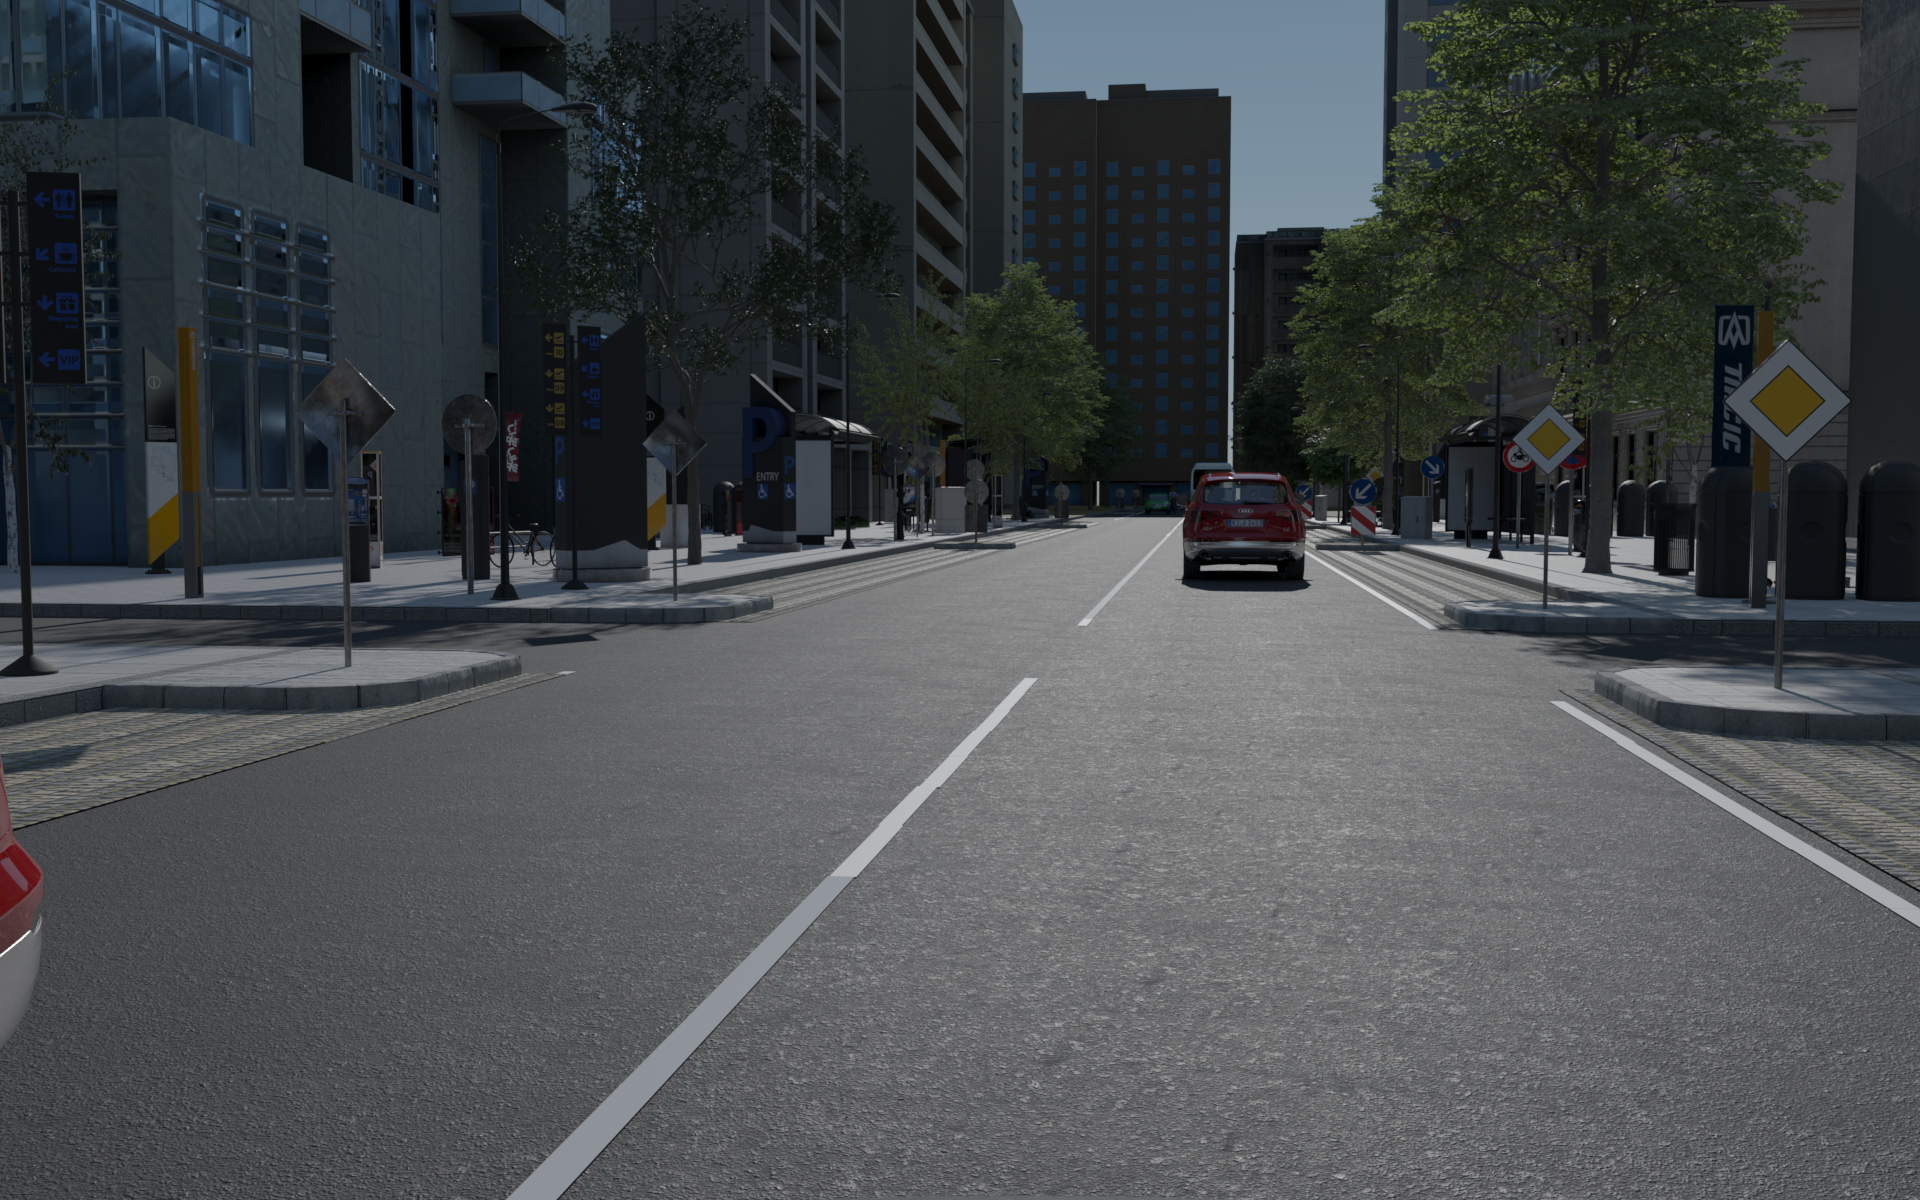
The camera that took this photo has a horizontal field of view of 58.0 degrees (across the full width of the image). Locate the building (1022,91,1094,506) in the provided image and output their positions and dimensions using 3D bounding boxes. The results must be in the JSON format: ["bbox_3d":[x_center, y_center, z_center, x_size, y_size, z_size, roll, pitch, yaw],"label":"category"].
[{"bbox_3d":[8.455,-33.228,193.384,14.200,45.320,14.600,0,4,8],"label":"building"}]

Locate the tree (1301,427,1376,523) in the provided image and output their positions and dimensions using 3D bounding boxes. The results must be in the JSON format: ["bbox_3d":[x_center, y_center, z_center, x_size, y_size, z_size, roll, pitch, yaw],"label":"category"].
[{"bbox_3d":[16.752,-5.695,76.830,4.285,4.588,4.351,0,3,0],"label":"tree"}]

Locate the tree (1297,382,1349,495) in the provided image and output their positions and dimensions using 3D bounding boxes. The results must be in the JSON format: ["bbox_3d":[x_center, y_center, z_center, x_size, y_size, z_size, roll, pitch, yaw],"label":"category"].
[{"bbox_3d":[22.248,-9.516,105.944,4.360,8.622,3.978,0,3,0],"label":"tree"}]

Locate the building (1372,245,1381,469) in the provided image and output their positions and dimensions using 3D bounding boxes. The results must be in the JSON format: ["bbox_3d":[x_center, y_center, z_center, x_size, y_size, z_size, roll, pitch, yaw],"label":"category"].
[{"bbox_3d":[50.990,-25.457,187.918,14.107,30.474,14.160,0,4,8],"label":"building"}]

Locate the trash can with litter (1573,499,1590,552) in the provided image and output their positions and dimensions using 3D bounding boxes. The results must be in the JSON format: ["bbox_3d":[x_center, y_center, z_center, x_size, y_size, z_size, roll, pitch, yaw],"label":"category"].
[{"bbox_3d":[13.850,-1.665,38.614,0.624,1.170,1.055,1,4,14],"label":"trash can with litter"}]

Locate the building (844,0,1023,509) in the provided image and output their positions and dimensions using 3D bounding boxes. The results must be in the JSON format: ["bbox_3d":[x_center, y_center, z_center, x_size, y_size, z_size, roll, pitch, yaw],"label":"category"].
[{"bbox_3d":[-6.011,-32.458,154.382,21.600,48.544,21.300,0,4,8],"label":"building"}]

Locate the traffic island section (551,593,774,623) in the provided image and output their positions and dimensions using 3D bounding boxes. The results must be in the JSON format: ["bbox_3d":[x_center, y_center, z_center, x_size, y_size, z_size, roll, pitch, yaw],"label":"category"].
[{"bbox_3d":[-3.436,0.092,20.778,2.009,0.180,2.903,0,4,8],"label":"traffic island section"}]

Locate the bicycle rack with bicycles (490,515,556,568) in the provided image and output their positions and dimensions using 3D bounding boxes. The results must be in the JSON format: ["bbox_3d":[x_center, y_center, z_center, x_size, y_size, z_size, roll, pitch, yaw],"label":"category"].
[{"bbox_3d":[-7.045,-1.032,30.256,2.852,0.926,2.925,1,4,23],"label":"bicycle rack with bicycles"}]

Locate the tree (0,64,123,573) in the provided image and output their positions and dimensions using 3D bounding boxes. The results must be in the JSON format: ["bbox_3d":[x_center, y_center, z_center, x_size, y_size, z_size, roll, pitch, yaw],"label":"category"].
[{"bbox_3d":[-15.383,-4.726,27.629,4.360,8.622,3.978,0,3,0],"label":"tree"}]

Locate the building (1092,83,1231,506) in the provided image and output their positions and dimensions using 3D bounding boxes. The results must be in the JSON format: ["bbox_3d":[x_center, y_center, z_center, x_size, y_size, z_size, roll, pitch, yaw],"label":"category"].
[{"bbox_3d":[22.627,-33.151,192.137,14.200,45.320,14.600,0,4,8],"label":"building"}]

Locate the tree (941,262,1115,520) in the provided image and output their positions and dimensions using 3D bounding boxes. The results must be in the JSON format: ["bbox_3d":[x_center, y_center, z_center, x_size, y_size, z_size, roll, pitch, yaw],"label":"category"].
[{"bbox_3d":[2.755,-10.180,84.572,7.486,12.596,7.792,0,3,0],"label":"tree"}]

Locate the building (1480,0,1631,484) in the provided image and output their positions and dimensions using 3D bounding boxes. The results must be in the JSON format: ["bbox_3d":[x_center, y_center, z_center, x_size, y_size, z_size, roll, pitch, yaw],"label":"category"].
[{"bbox_3d":[32.995,-18.060,81.189,13.634,28.700,20.117,0,4,8],"label":"building"}]

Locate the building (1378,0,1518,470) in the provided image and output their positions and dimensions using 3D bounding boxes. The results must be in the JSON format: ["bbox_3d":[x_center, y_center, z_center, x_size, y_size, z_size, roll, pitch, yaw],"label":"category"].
[{"bbox_3d":[45.643,-36.743,142.739,21.231,58.520,28.212,0,4,8],"label":"building"}]

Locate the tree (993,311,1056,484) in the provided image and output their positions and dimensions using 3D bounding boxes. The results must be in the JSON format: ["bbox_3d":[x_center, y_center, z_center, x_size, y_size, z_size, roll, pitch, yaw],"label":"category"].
[{"bbox_3d":[1.084,-7.240,68.741,4.737,8.622,4.395,0,3,0],"label":"tree"}]

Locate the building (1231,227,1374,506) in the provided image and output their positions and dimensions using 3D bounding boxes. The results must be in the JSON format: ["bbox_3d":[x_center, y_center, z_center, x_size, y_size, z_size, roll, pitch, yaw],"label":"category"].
[{"bbox_3d":[37.106,-25.614,190.485,14.107,30.474,14.160,0,4,8],"label":"building"}]

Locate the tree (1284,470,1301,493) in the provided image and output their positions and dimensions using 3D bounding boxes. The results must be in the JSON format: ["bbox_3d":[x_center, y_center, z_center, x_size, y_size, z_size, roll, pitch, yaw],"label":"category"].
[{"bbox_3d":[26.484,-8.789,138.298,1.663,3.219,1.824,0,3,0],"label":"tree"}]

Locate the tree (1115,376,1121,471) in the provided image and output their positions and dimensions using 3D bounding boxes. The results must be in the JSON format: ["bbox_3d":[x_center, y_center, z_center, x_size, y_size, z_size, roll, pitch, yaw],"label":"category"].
[{"bbox_3d":[4.951,-11.072,99.159,7.486,12.596,7.792,0,3,0],"label":"tree"}]

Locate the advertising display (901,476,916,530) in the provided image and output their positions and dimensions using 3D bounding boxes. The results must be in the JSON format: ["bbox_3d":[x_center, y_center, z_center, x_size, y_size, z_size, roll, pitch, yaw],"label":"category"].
[{"bbox_3d":[-1.842,-3.423,61.176,0.123,1.923,0.974,2,4,27],"label":"advertising display"}]

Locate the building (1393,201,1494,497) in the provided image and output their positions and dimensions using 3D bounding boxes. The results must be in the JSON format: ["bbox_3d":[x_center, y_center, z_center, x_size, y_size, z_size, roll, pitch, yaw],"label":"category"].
[{"bbox_3d":[44.356,-16.513,115.021,27.650,21.520,28.899,0,4,8],"label":"building"}]

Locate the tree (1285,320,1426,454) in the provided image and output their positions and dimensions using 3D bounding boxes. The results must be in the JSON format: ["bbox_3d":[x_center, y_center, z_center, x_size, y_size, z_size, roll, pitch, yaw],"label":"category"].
[{"bbox_3d":[19.363,-9.185,84.594,7.601,10.594,8.767,1,4,16],"label":"tree"}]

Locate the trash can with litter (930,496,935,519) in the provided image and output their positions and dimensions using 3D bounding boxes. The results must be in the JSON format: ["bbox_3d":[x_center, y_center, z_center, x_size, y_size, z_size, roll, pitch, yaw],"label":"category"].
[{"bbox_3d":[-1.200,-4.614,86.821,1.055,1.170,0.624,-3,4,-39],"label":"trash can with litter"}]

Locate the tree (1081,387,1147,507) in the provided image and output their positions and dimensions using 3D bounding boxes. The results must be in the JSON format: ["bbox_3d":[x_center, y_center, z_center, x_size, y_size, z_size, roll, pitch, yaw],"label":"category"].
[{"bbox_3d":[14.115,-14.726,166.523,9.928,11.665,9.643,0,3,0],"label":"tree"}]

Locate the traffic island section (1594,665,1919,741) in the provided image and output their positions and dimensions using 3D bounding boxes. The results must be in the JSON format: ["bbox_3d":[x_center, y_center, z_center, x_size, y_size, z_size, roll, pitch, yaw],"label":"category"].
[{"bbox_3d":[5.422,0.663,11.445,2.009,0.180,2.903,0,4,8],"label":"traffic island section"}]

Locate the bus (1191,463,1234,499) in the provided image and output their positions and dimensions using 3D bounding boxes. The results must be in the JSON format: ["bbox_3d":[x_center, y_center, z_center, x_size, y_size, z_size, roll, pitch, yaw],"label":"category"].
[{"bbox_3d":[15.996,-6.967,108.774,2.948,3.499,13.247,1,4,9],"label":"bus"}]

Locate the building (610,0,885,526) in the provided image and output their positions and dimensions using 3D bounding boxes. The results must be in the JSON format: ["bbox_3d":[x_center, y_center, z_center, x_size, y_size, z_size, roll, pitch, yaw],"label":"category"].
[{"bbox_3d":[-14.027,-39.103,77.584,20.563,71.187,20.611,0,4,8],"label":"building"}]

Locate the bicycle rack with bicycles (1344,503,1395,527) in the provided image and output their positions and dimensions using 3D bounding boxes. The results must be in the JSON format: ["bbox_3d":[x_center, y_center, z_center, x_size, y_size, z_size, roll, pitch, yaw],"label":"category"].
[{"bbox_3d":[16.673,-3.303,67.394,2.852,0.926,2.925,-1,4,-17],"label":"bicycle rack with bicycles"}]

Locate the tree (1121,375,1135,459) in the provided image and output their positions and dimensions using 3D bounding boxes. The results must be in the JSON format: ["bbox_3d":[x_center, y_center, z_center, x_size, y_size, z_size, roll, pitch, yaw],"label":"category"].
[{"bbox_3d":[10.346,-13.443,137.914,7.486,12.596,7.792,0,3,0],"label":"tree"}]

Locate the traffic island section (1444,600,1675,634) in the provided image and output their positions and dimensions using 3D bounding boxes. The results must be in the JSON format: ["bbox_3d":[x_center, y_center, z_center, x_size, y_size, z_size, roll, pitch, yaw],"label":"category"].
[{"bbox_3d":[6.553,0.179,19.350,2.009,0.180,2.903,0,4,8],"label":"traffic island section"}]

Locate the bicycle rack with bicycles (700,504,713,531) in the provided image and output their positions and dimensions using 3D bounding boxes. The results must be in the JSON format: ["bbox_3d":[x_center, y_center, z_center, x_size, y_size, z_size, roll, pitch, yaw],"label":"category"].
[{"bbox_3d":[-9.839,-2.985,62.184,2.852,0.926,2.925,1,4,9],"label":"bicycle rack with bicycles"}]

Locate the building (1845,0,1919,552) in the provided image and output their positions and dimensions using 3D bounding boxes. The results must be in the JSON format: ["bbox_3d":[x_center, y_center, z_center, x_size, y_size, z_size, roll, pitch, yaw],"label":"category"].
[{"bbox_3d":[30.723,-14.442,29.631,24.014,27.812,14.314,0,4,8],"label":"building"}]

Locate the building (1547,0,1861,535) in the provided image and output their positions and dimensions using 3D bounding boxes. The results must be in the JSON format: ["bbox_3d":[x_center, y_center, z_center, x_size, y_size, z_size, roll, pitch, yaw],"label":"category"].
[{"bbox_3d":[27.892,-12.081,62.152,10.561,19.102,19.286,0,4,8],"label":"building"}]

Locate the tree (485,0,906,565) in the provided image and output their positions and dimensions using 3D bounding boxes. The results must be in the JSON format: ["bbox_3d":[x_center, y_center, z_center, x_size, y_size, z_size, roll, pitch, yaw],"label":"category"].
[{"bbox_3d":[-4.713,-5.944,31.590,8.767,10.594,7.601,1,4,17],"label":"tree"}]

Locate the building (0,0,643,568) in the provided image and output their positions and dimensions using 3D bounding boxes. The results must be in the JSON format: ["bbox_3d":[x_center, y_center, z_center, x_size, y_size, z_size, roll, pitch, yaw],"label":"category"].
[{"bbox_3d":[-22.326,-44.743,44.214,22.319,86.520,31.000,0,4,8],"label":"building"}]

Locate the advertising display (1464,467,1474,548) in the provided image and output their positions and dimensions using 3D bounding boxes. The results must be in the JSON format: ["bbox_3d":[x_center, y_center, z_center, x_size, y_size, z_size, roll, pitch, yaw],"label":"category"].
[{"bbox_3d":[12.284,-2.239,41.820,0.123,1.923,0.974,1,4,12],"label":"advertising display"}]

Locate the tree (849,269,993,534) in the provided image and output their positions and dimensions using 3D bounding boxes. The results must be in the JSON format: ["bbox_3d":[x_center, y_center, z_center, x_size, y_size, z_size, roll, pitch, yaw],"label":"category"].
[{"bbox_3d":[-1.458,-6.460,55.976,4.737,8.622,4.395,0,3,0],"label":"tree"}]

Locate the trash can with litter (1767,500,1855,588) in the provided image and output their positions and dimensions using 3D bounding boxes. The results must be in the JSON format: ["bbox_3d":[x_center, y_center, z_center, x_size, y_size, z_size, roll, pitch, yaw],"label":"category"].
[{"bbox_3d":[11.558,-0.791,23.997,2.233,1.210,1.678,2,4,28],"label":"trash can with litter"}]

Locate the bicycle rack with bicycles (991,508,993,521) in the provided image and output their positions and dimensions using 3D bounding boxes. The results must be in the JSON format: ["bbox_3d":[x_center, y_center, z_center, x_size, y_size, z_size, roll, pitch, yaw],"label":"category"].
[{"bbox_3d":[0.205,-4.286,83.455,2.852,0.926,2.925,-1,4,-11],"label":"bicycle rack with bicycles"}]

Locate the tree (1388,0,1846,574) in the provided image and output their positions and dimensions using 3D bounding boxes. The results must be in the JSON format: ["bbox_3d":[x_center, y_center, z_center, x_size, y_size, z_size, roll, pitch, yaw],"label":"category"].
[{"bbox_3d":[10.319,-6.736,28.257,7.486,12.596,7.792,0,3,0],"label":"tree"}]

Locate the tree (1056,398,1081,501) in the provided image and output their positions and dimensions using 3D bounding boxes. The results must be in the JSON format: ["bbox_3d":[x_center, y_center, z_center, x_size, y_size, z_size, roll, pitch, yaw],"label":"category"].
[{"bbox_3d":[6.210,-9.775,110.187,4.737,8.622,4.395,0,3,0],"label":"tree"}]

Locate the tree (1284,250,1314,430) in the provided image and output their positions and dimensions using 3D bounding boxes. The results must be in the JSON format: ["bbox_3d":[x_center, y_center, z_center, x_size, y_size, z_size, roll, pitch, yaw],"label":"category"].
[{"bbox_3d":[15.530,-8.855,62.908,7.486,12.596,7.792,0,3,0],"label":"tree"}]

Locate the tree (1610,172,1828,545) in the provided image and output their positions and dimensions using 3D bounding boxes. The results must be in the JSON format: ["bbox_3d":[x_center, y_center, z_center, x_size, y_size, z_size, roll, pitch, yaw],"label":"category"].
[{"bbox_3d":[17.270,-5.424,39.042,4.737,8.622,4.395,0,3,0],"label":"tree"}]

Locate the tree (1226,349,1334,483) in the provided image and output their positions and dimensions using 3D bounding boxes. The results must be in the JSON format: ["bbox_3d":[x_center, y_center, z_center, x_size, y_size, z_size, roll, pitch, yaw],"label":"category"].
[{"bbox_3d":[28.476,-15.081,153.231,9.857,13.997,8.962,0,3,0],"label":"tree"}]

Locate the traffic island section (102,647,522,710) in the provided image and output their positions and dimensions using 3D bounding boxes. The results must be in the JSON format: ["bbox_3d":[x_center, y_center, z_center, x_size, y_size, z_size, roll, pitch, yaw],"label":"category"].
[{"bbox_3d":[-4.567,0.575,12.873,2.009,0.180,2.903,0,4,8],"label":"traffic island section"}]

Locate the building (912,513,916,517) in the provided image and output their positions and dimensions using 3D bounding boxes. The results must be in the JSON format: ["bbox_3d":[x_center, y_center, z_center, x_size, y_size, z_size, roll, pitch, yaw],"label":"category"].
[{"bbox_3d":[-11.652,-29.650,108.487,21.300,48.544,21.600,0,4,8],"label":"building"}]
